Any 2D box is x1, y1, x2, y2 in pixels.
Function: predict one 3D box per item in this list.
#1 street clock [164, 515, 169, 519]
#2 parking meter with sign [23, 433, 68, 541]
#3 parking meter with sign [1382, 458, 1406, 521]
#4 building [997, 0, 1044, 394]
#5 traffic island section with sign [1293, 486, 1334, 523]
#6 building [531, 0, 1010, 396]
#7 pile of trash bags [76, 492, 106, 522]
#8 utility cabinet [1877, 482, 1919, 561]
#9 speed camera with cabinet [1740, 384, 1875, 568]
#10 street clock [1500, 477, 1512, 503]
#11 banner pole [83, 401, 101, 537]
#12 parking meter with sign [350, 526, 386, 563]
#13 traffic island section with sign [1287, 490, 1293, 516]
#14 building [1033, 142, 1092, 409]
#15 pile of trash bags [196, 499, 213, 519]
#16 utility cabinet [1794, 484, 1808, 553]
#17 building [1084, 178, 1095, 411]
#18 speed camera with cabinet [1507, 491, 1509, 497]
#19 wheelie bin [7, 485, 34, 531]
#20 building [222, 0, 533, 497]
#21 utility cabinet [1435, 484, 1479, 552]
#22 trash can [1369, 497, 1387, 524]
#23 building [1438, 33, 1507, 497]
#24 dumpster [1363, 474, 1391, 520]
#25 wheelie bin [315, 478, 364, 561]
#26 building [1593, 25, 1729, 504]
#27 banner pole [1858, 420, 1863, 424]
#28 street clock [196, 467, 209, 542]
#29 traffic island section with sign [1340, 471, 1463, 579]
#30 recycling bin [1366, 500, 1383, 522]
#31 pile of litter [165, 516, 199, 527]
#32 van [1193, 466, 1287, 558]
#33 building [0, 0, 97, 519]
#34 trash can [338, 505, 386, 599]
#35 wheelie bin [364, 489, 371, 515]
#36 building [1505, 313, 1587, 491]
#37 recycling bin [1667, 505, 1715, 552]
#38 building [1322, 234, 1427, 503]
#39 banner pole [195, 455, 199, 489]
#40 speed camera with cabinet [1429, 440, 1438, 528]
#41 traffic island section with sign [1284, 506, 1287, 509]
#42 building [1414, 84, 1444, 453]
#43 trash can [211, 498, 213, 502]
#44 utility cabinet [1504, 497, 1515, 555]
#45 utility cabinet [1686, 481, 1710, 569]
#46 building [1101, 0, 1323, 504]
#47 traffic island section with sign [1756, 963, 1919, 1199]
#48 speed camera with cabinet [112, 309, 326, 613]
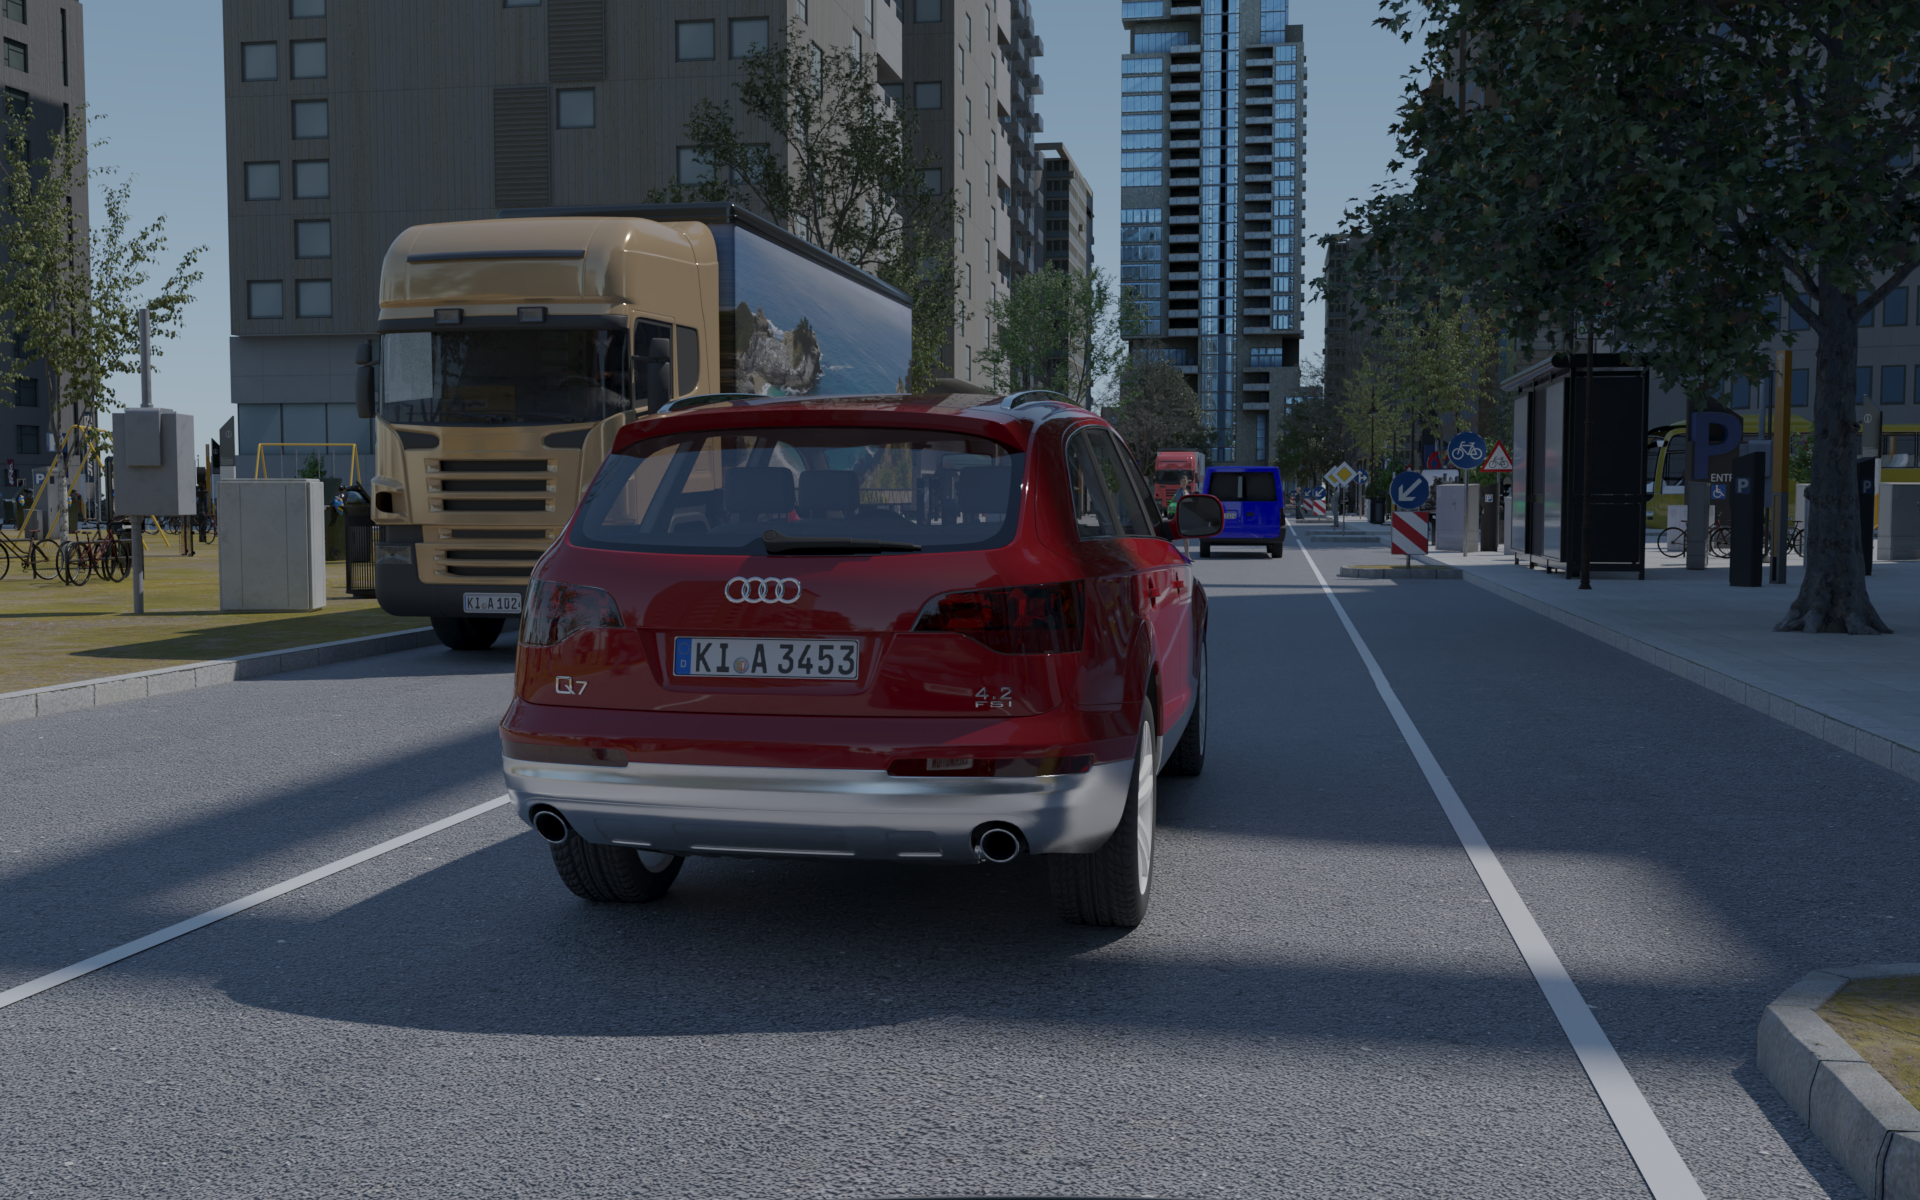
[{"bbox_3d":[-40.925,-5.179,89.252,0.471,2.002,0.358,1,4,22],"label":"street clock"},{"bbox_3d":[-25.639,-3.196,48.519,0.543,3.016,1.738,0,4,-3],"label":"parking meter with sign"},{"bbox_3d":[20.972,-5.286,82.690,0.543,3.016,1.738,-2,4,-31],"label":"parking meter with sign"},{"bbox_3d":[-4.590,-32.795,155.802,23.786,49.044,30.456,1,4,10],"label":"building"},{"bbox_3d":[17.623,-4.704,85.543,1.989,1.847,2.006,1,4,10],"label":"traffic island section with sign"},{"bbox_3d":[-11.245,-32.724,124.275,28.713,52.752,27.495,1,4,10],"label":"building"},{"bbox_3d":[-40.386,-4.328,80.513,1.912,1.369,3.447,0,4,-2],"label":"pile of trash bags"},{"bbox_3d":[18.106,-1.495,33.114,1.173,1.500,0.318,-1,4,-23],"label":"utility cabinet"},{"bbox_3d":[14.465,-2.156,29.592,2.038,3.252,0.660,3,4,37],"label":"speed camera with cabinet"},{"bbox_3d":[22.701,-4.128,72.059,0.471,2.002,0.358,-1,4,-22],"label":"street clock"},{"bbox_3d":[-23.176,-3.443,46.309,0.401,3.779,0.863,0,4,3],"label":"banner pole"},{"bbox_3d":[-10.579,-2.221,32.570,1.738,3.016,0.543,-1,4,-9],"label":"parking meter with sign"},{"bbox_3d":[22.384,-6.327,112.076,1.989,1.847,2.006,1,4,10],"label":"traffic island section with sign"},{"bbox_3d":[1.462,-30.335,187.866,23.993,40.220,32.217,1,4,10],"label":"building"},{"bbox_3d":[-37.968,-4.774,87.804,3.447,1.369,1.912,-3,5,-41],"label":"pile of trash bags"},{"bbox_3d":[18.589,-1.752,37.320,1.173,1.500,0.318,-1,4,-17],"label":"utility cabinet"},{"bbox_3d":[10.842,-36.077,239.966,14.200,45.320,14.600,1,4,10],"label":"building"},{"bbox_3d":[34.423,-7.019,109.099,2.038,3.252,0.660,3,4,36],"label":"speed camera with cabinet"},{"bbox_3d":[-32.875,-3.237,60.837,0.693,1.594,0.980,-3,4,-38],"label":"wheelie bin"},{"bbox_3d":[-18.359,-30.600,89.556,28.713,52.752,27.495,1,4,10],"label":"building"},{"bbox_3d":[11.012,-1.818,38.402,0.318,1.500,1.173,-1,4,-19],"label":"utility cabinet"},{"bbox_3d":[17.736,-3.784,73.524,0.748,1.137,0.748,0,3,0],"label":"trash can"},{"bbox_3d":[51.801,-31.090,158.435,14.600,45.320,14.200,1,4,10],"label":"building"},{"bbox_3d":[20.574,-5.035,84.821,1.502,2.255,1.985,1,4,10],"label":"dumpster"},{"bbox_3d":[-12.206,-1.561,33.430,0.980,1.594,0.693,1,4,20],"label":"wheelie bin"},{"bbox_3d":[43.500,-32.514,73.598,28.212,58.520,21.231,1,4,10],"label":"building"},{"bbox_3d":[30.310,-4.196,58.624,0.401,3.779,0.863,0,4,2],"label":"banner pole"},{"bbox_3d":[-20.110,-2.530,45.937,0.358,2.002,0.471,-1,4,-23],"label":"street clock"},{"bbox_3d":[7.673,-1.321,30.225,1.989,1.847,2.006,1,4,10],"label":"traffic island section with sign"},{"bbox_3d":[19.099,-4.105,79.678,0.722,1.027,0.722,1,4,9],"label":"recycling bin"},{"bbox_3d":[-30.890,-3.349,68.724,1.176,0.858,1.719,2,4,29],"label":"pile of litter"},{"bbox_3d":[6.567,-2.216,40.610,2.240,2.365,5.245,1,4,8],"label":"van"},{"bbox_3d":[-56.665,-19.559,91.483,14.107,30.474,14.160,1,4,10],"label":"building"},{"bbox_3d":[-7.274,-0.596,21.393,0.748,1.137,0.748,0,3,0],"label":"trash can"},{"bbox_3d":[-13.574,-1.905,39.051,0.693,1.594,0.980,-1,4,-18],"label":"wheelie bin"},{"bbox_3d":[45.914,-26.848,122.557,14.154,41.232,14.086,1,4,10],"label":"building"},{"bbox_3d":[16.367,-1.605,38.795,0.722,1.027,0.722,-2,4,-29],"label":"recycling bin"},{"bbox_3d":[62.565,-33.525,240.008,23.993,40.220,32.217,1,4,10],"label":"building"},{"bbox_3d":[-48.852,-7.376,110.610,0.863,3.779,0.401,-3,5,-42],"label":"banner pole"},{"bbox_3d":[17.342,-4.285,64.395,0.660,3.252,2.038,0,4,1],"label":"speed camera with cabinet"},{"bbox_3d":[31.177,-9.317,160.968,1.989,1.847,2.006,1,4,10],"label":"traffic island section with sign"},{"bbox_3d":[58.968,-32.104,179.529,22.147,44.769,28.867,1,4,10],"label":"building"},{"bbox_3d":[-46.654,-5.877,107.747,0.748,1.137,0.748,0,3,0],"label":"trash can"},{"bbox_3d":[11.944,-1.554,36.570,1.020,1.237,0.306,-2,4,-33],"label":"utility cabinet"},{"bbox_3d":[12.703,-1.290,29.772,0.318,1.500,1.173,2,4,26],"label":"utility cabinet"},{"bbox_3d":[34.332,-56.642,238.764,31.000,86.520,22.319,1,4,10],"label":"building"},{"bbox_3d":[2.899,0.302,3.695,1.989,1.847,2.006,1,4,10],"label":"traffic island section with sign"},{"bbox_3d":[-8.040,-1.498,18.828,2.038,3.252,0.660,0,4,-5],"label":"speed camera with cabinet"}]
